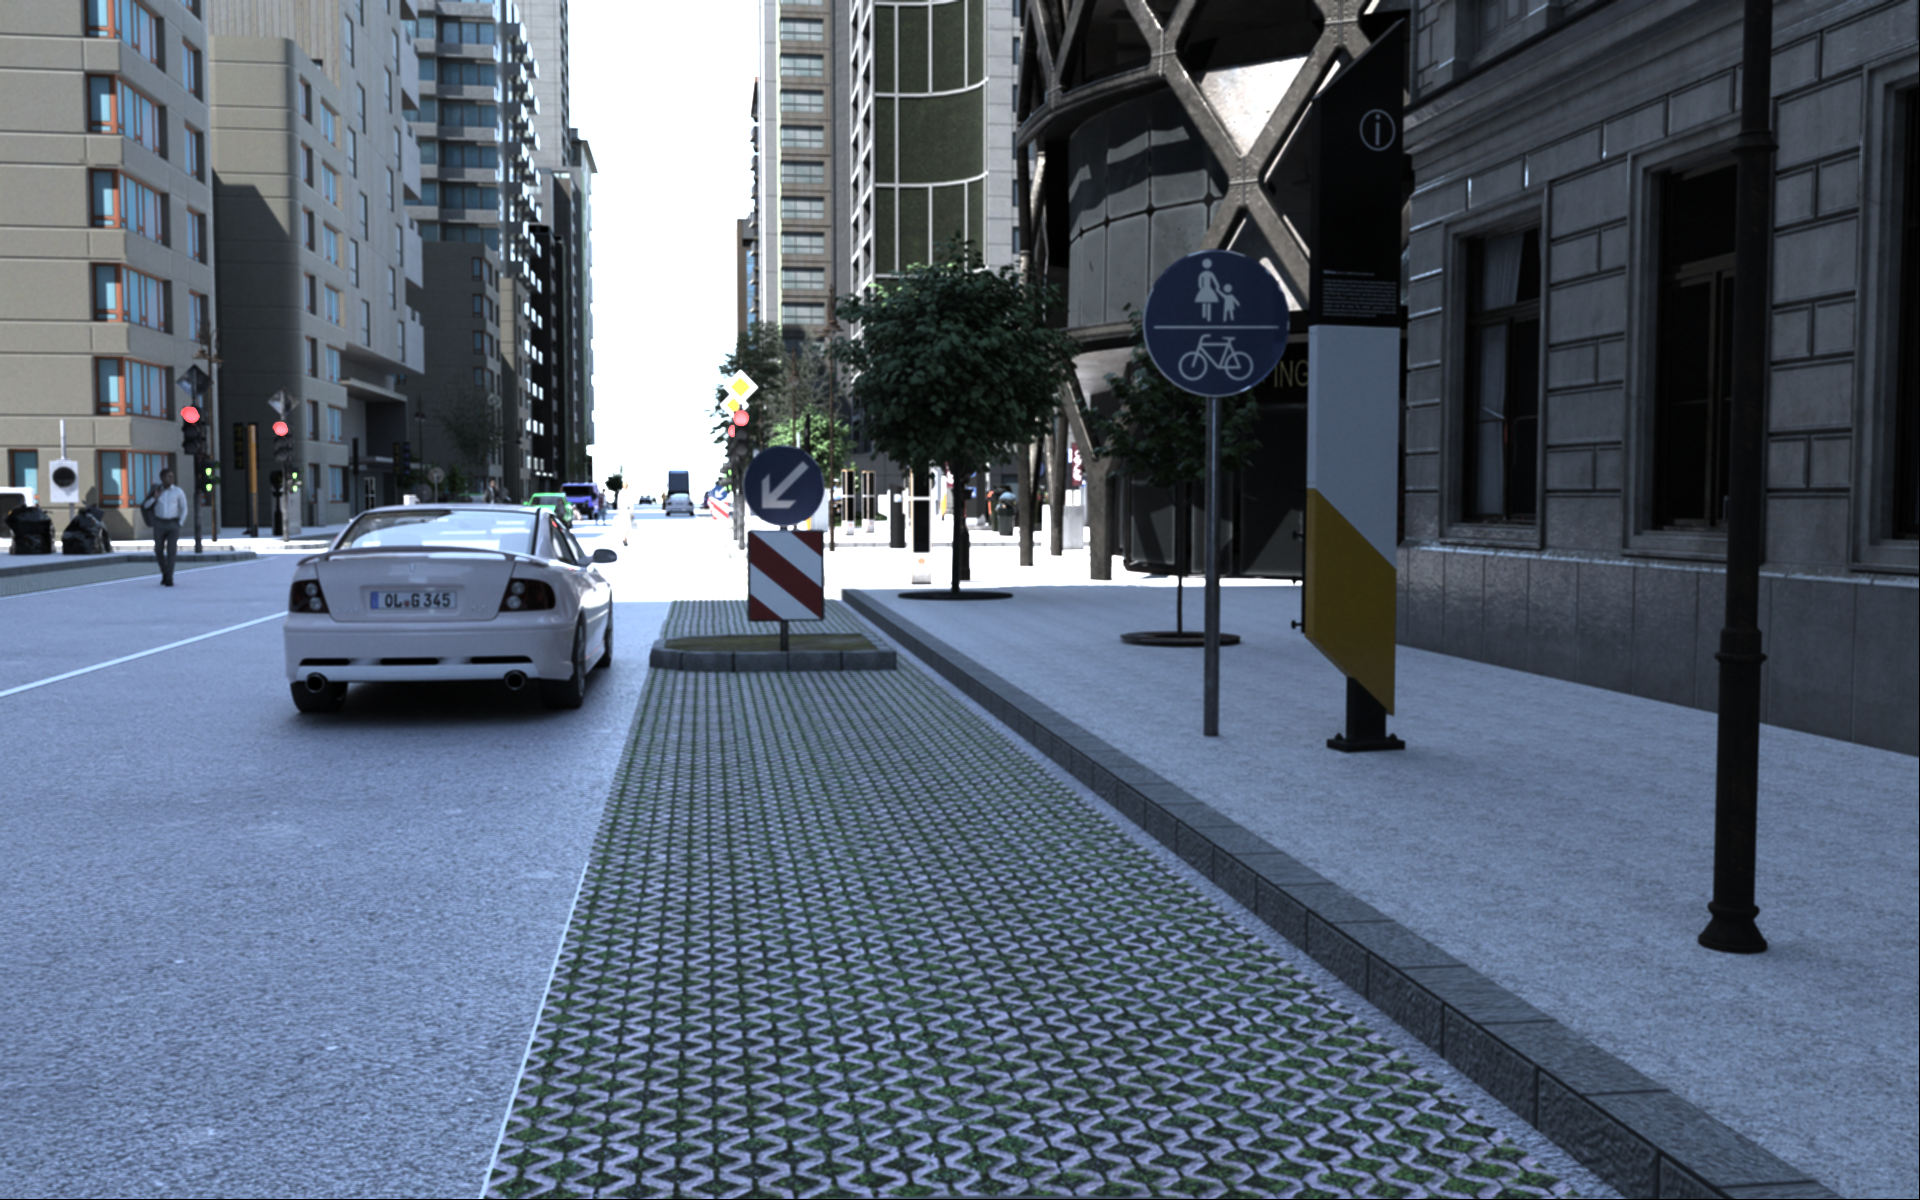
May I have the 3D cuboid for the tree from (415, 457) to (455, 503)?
[{"bbox_3d":[-27.680,-5.878,90.698,1.663,3.219,1.824,0,3,0],"label":"tree"}]

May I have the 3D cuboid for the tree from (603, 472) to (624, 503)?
[{"bbox_3d":[-51.372,-16.743,257.466,4.285,4.588,4.351,0,3,0],"label":"tree"}]

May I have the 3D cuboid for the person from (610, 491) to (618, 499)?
[{"bbox_3d":[-36.928,-10.835,185.784,0.705,1.807,1.348,3,5,42],"label":"person"}]

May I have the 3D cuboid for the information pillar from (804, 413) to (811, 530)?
[{"bbox_3d":[-4.419,-3.598,50.186,0.183,3.616,0.504,-1,4,-16],"label":"information pillar"}]

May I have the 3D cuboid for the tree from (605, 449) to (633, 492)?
[{"bbox_3d":[-54.352,-19.969,276.851,4.360,8.622,3.978,0,3,0],"label":"tree"}]

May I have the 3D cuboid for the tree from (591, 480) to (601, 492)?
[{"bbox_3d":[-44.073,-13.175,210.017,1.663,3.219,1.824,0,3,0],"label":"tree"}]

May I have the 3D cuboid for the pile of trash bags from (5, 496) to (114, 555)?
[{"bbox_3d":[-20.034,-1.681,37.230,3.447,1.369,1.912,0,4,-4],"label":"pile of trash bags"}]

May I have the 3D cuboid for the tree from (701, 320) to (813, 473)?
[{"bbox_3d":[-13.193,-11.942,113.384,7.486,12.596,7.792,0,3,0],"label":"tree"}]

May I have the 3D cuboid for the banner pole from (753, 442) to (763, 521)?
[{"bbox_3d":[-9.652,-5.689,83.029,0.401,3.779,0.863,3,4,37],"label":"banner pole"}]

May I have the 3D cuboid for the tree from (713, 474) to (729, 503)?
[{"bbox_3d":[-35.506,-16.955,260.924,4.285,4.588,4.351,0,3,0],"label":"tree"}]

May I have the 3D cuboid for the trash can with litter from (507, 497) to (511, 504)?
[{"bbox_3d":[-31.032,-6.610,119.462,1.055,1.170,0.624,0,4,8],"label":"trash can with litter"}]

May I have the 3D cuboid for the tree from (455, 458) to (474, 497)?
[{"bbox_3d":[-27.194,-6.048,93.484,1.663,3.219,1.824,0,3,0],"label":"tree"}]

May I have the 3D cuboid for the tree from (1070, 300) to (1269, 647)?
[{"bbox_3d":[1.773,-1.241,14.898,1.663,3.219,1.824,0,3,0],"label":"tree"}]

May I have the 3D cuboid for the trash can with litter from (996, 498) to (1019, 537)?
[{"bbox_3d":[1.630,-2.512,52.459,1.055,1.170,0.624,0,4,-4],"label":"trash can with litter"}]

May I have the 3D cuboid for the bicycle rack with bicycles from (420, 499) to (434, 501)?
[{"bbox_3d":[-36.244,-6.380,117.702,2.852,0.926,2.925,-1,4,-23],"label":"bicycle rack with bicycles"}]

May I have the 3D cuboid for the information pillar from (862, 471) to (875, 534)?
[{"bbox_3d":[-2.953,-3.154,56.057,0.304,2.012,0.304,-3,5,-41],"label":"information pillar"}]

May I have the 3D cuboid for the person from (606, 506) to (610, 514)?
[{"bbox_3d":[-24.330,-6.340,117.656,1.012,1.151,0.738,0,4,1],"label":"person"}]

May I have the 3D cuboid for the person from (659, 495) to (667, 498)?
[{"bbox_3d":[-41.438,-14.285,242.189,1.348,1.807,0.705,2,4,26],"label":"person"}]

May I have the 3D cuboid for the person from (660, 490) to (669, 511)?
[{"bbox_3d":[-25.295,-8.535,148.135,0.705,1.812,1.348,1,4,23],"label":"person"}]

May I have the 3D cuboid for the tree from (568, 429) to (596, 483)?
[{"bbox_3d":[-43.175,-14.997,195.555,4.737,8.622,4.395,0,3,0],"label":"tree"}]

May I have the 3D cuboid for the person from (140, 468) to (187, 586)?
[{"bbox_3d":[-12.488,-1.136,27.182,0.679,1.850,0.850,-1,4,-17],"label":"person"}]

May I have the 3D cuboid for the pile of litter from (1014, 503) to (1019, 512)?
[{"bbox_3d":[2.803,-5.073,96.909,1.719,0.858,1.176,-1,4,-14],"label":"pile of litter"}]

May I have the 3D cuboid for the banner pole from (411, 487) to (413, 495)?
[{"bbox_3d":[-36.394,-7.613,114.493,0.863,3.779,0.401,1,4,23],"label":"banner pole"}]

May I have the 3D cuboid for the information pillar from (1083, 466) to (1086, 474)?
[{"bbox_3d":[6.379,-5.920,88.150,0.183,3.616,0.504,-3,4,-36],"label":"information pillar"}]

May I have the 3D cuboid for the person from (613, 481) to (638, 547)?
[{"bbox_3d":[-9.127,-2.341,47.126,0.694,1.780,0.624,2,4,30],"label":"person"}]

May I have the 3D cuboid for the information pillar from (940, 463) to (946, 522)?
[{"bbox_3d":[-0.770,-5.481,80.971,0.183,3.616,0.504,-1,4,-18],"label":"information pillar"}]

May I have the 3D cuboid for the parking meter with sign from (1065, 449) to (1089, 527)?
[{"bbox_3d":[5.012,-4.315,66.812,1.738,3.016,0.543,-2,4,-35],"label":"parking meter with sign"}]

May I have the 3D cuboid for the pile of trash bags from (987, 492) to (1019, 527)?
[{"bbox_3d":[1.888,-3.480,66.648,1.912,1.369,3.447,2,4,23],"label":"pile of trash bags"}]

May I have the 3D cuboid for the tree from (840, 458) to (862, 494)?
[{"bbox_3d":[-5.683,-6.007,92.822,1.663,3.219,1.824,0,3,0],"label":"tree"}]

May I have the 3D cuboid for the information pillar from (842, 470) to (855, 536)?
[{"bbox_3d":[-3.396,-2.949,52.709,0.304,2.012,0.304,-2,4,-30],"label":"information pillar"}]

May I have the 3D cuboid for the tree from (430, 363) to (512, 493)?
[{"bbox_3d":[-27.918,-9.064,98.561,4.360,8.622,3.978,0,3,0],"label":"tree"}]

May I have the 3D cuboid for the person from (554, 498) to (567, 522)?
[{"bbox_3d":[-14.044,-2.943,60.893,0.640,1.303,0.475,3,5,41],"label":"person"}]

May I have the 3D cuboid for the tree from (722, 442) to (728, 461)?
[{"bbox_3d":[-26.121,-15.608,205.556,4.360,8.622,3.978,0,3,0],"label":"tree"}]

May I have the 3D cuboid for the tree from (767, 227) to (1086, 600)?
[{"bbox_3d":[-0.137,-2.309,21.471,4.285,4.588,4.351,0,3,0],"label":"tree"}]

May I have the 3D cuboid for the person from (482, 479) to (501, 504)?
[{"bbox_3d":[-14.508,-2.804,53.715,0.474,1.900,0.648,0,4,1],"label":"person"}]

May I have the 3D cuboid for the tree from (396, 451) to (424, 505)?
[{"bbox_3d":[-36.131,-7.834,111.798,4.285,4.588,4.351,0,3,0],"label":"tree"}]

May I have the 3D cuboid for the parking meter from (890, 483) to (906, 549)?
[{"bbox_3d":[-1.464,-1.971,40.629,0.372,1.533,0.369,0,3,0],"label":"parking meter"}]

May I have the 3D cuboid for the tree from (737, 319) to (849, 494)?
[{"bbox_3d":[-6.818,-7.548,73.765,4.360,8.622,3.978,0,3,0],"label":"tree"}]

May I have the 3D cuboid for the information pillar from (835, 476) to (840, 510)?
[{"bbox_3d":[-6.134,-5.765,85.618,0.504,3.616,0.183,3,5,44],"label":"information pillar"}]

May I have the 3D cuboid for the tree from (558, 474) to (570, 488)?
[{"bbox_3d":[-38.078,-10.564,167.323,1.663,3.219,1.824,0,3,0],"label":"tree"}]

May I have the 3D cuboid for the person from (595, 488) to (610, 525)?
[{"bbox_3d":[-16.488,-4.313,79.850,0.643,1.720,0.563,2,4,30],"label":"person"}]

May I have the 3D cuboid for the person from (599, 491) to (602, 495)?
[{"bbox_3d":[-38.592,-10.853,186.043,1.348,1.812,0.705,0,4,6],"label":"person"}]

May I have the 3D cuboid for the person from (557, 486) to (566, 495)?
[{"bbox_3d":[-17.981,-4.236,77.856,0.616,1.811,0.778,-2,4,-24],"label":"person"}]

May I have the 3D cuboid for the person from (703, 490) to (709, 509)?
[{"bbox_3d":[-24.366,-9.683,166.827,0.705,1.822,1.348,3,4,37],"label":"person"}]

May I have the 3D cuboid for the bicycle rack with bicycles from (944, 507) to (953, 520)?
[{"bbox_3d":[0.654,-4.503,87.009,2.925,0.926,2.852,-3,4,-38],"label":"bicycle rack with bicycles"}]
